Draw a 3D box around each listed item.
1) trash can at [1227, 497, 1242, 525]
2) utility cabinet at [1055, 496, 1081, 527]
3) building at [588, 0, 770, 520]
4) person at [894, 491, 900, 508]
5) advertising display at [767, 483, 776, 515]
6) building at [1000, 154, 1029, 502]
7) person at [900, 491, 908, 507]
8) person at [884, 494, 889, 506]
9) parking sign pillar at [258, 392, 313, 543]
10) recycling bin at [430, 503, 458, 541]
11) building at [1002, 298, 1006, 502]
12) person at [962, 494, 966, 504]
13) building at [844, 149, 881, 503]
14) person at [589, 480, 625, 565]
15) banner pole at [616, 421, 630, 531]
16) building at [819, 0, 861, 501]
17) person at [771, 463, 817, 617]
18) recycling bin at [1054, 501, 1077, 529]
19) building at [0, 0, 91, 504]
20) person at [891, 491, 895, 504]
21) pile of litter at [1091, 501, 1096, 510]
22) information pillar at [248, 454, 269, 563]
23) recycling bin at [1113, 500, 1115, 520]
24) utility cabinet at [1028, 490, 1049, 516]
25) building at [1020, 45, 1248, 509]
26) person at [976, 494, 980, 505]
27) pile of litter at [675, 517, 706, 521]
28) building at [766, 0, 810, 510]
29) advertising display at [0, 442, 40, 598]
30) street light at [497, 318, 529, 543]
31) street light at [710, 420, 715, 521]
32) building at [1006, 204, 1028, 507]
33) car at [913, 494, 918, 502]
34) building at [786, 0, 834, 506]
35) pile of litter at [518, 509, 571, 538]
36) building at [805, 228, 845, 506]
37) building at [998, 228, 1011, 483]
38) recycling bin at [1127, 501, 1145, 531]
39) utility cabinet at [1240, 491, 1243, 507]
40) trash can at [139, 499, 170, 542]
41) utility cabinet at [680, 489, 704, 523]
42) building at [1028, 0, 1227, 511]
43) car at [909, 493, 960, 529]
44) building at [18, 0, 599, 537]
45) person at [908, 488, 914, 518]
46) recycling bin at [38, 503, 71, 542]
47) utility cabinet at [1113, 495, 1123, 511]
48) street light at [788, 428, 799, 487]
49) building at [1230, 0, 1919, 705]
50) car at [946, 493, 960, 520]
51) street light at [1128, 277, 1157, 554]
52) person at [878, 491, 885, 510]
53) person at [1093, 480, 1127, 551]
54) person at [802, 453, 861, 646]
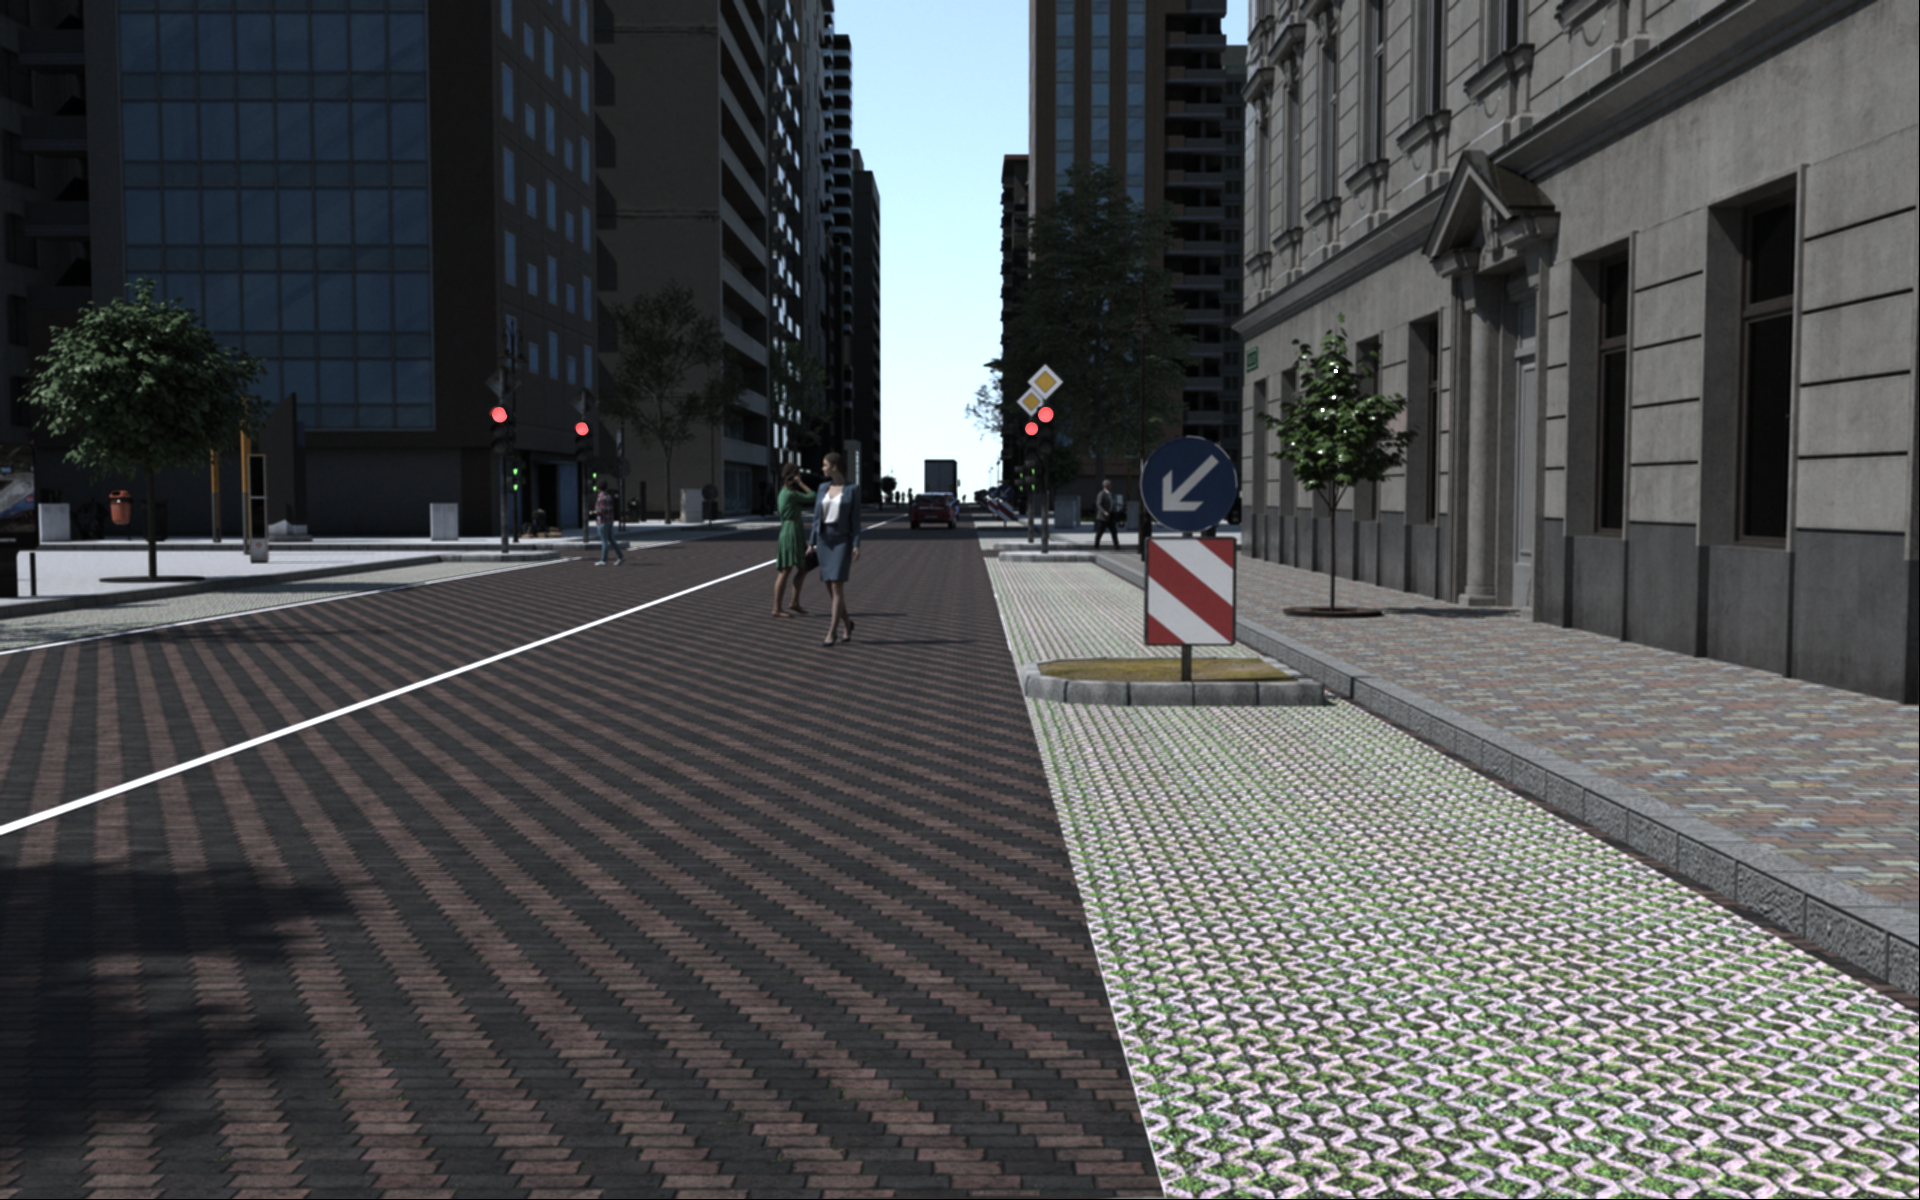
[{"bbox_3d":[11.572,-3.749,72.945,0.748,1.137,0.748,0,3,0],"label":"trash can"},{"bbox_3d":[4.238,-3.480,68.062,1.020,1.237,0.306,2,4,34],"label":"utility cabinet"},{"bbox_3d":[-22.438,-28.834,95.130,21.300,48.544,21.600,0,4,0],"label":"building"},{"bbox_3d":[-6.545,-10.454,179.936,0.721,1.766,1.217,-2,4,-32],"label":"person"},{"bbox_3d":[-11.410,-6.096,104.889,0.123,1.923,0.974,-2,4,-33],"label":"advertising display"},{"bbox_3d":[16.248,-34.568,219.816,22.147,44.769,28.867,0,4,0],"label":"building"},{"bbox_3d":[-6.466,-11.441,196.283,1.217,1.735,0.721,-1,4,-19],"label":"person"},{"bbox_3d":[-8.828,-11.906,206.389,0.991,1.433,0.599,-3,4,-38],"label":"person"},{"bbox_3d":[-18.168,-3.546,46.447,1.447,3.967,1.447,2,4,27],"label":"parking sign pillar"},{"bbox_3d":[-14.235,-2.156,47.804,0.722,1.027,0.722,-1,4,-17],"label":"recycling bin"},{"bbox_3d":[12.940,-28.798,242.553,14.160,30.474,14.107,0,4,0],"label":"building"},{"bbox_3d":[0.618,-14.405,247.249,0.421,1.427,0.697,-2,4,-28],"label":"person"},{"bbox_3d":[-22.474,-38.075,246.228,21.300,48.544,21.600,0,4,0],"label":"building"},{"bbox_3d":[-7.116,-1.563,34.895,0.643,1.720,0.563,1,4,11],"label":"person"},{"bbox_3d":[-11.583,-4.231,59.201,0.401,3.779,0.863,1,4,9],"label":"banner pole"},{"bbox_3d":[-23.487,-55.422,218.822,22.319,86.520,31.000,0,4,0],"label":"building"},{"bbox_3d":[-1.987,-0.704,20.252,0.529,1.795,0.600,-2,4,-32],"label":"person"},{"bbox_3d":[3.935,-3.185,64.625,0.722,1.027,0.722,1,4,14],"label":"recycling bin"},{"bbox_3d":[-36.255,-22.557,52.399,14.086,41.232,14.154,0,4,0],"label":"building"},{"bbox_3d":[-9.189,-13.715,232.748,1.348,1.824,0.705,0,4,6],"label":"person"},{"bbox_3d":[8.996,-5.926,110.848,1.176,0.858,1.719,3,4,37],"label":"pile of litter"},{"bbox_3d":[-13.068,-1.698,32.262,0.304,2.012,0.304,-1,4,-17],"label":"information pillar"},{"bbox_3d":[6.306,-3.809,74.826,0.722,1.027,0.722,0,4,7],"label":"recycling bin"},{"bbox_3d":[4.518,-5.581,99.932,1.173,1.500,0.318,1,4,18],"label":"utility cabinet"},{"bbox_3d":[21.651,-28.286,154.354,32.217,40.220,23.993,0,4,0],"label":"building"},{"bbox_3d":[2.494,-13.181,224.561,0.990,1.755,0.434,2,4,29],"label":"person"},{"bbox_3d":[-13.071,-4.278,83.905,1.176,0.858,1.719,-3,5,-39],"label":"pile of litter"},{"bbox_3d":[-24.425,-31.532,135.155,23.786,49.044,30.456,0,4,0],"label":"building"},{"bbox_3d":[-11.875,-0.990,21.399,0.123,1.923,0.974,2,4,29],"label":"advertising display"},{"bbox_3d":[-11.756,-4.457,45.665,0.468,5.910,1.993,0,4,0],"label":"street light"},{"bbox_3d":[-11.780,-6.710,82.494,0.468,5.910,1.993,0,4,0],"label":"street light"},{"bbox_3d":[12.211,-24.632,174.433,14.160,30.474,14.107,0,4,0],"label":"building"},{"bbox_3d":[-4.930,-12.987,221.126,1.959,1.807,4.718,0,4,2],"label":"car"},{"bbox_3d":[-27.024,-35.154,164.009,28.713,52.752,27.495,0,4,0],"label":"building"},{"bbox_3d":[-12.197,-2.251,50.762,1.719,0.858,1.176,-2,4,-23],"label":"pile of litter"},{"bbox_3d":[-19.944,-25.381,186.677,14.160,30.474,14.107,0,4,0],"label":"building"},{"bbox_3d":[17.675,-39.425,264.210,23.786,49.044,30.456,0,4,0],"label":"building"},{"bbox_3d":[6.282,-2.976,61.210,0.722,1.027,0.722,1,4,10],"label":"recycling bin"},{"bbox_3d":[19.510,-6.732,118.747,0.318,1.500,1.173,2,4,31],"label":"utility cabinet"},{"bbox_3d":[-21.802,-2.156,46.905,0.748,1.137,0.748,0,3,0],"label":"trash can"},{"bbox_3d":[-11.749,-4.115,75.961,0.318,1.500,1.173,2,4,34],"label":"utility cabinet"},{"bbox_3d":[12.480,-29.645,134.813,14.600,45.320,14.200,0,4,0],"label":"building"},{"bbox_3d":[-1.099,-3.897,72.754,2.155,1.783,4.494,0,4,2],"label":"car"},{"bbox_3d":[-20.630,-24.917,57.503,14.600,45.320,14.200,0,4,0],"label":"building"},{"bbox_3d":[-2.793,-5.657,101.272,0.573,1.790,0.520,-2,4,-27],"label":"person"},{"bbox_3d":[-24.337,-2.073,46.440,0.722,1.027,0.722,-3,5,-40],"label":"recycling bin"},{"bbox_3d":[10.530,-6.381,115.494,0.306,1.237,1.020,2,4,27],"label":"utility cabinet"},{"bbox_3d":[-11.615,-8.962,119.323,0.468,5.910,1.993,0,4,0],"label":"street light"},{"bbox_3d":[13.681,-14.521,13.840,17.030,29.872,44.131,0,4,0],"label":"building"},{"bbox_3d":[-0.952,-5.438,98.508,1.945,1.707,3.694,0,4,-2],"label":"car"},{"bbox_3d":[3.884,-3.926,36.980,0.468,5.910,1.993,0,4,0],"label":"street light"},{"bbox_3d":[-6.977,-8.863,154.087,0.721,1.739,1.217,-2,4,-31],"label":"person"},{"bbox_3d":[3.653,-2.047,42.361,0.834,1.777,0.661,2,4,30],"label":"person"},{"bbox_3d":[-1.148,-0.489,16.513,0.581,1.822,0.654,3,4,38],"label":"person"}]
